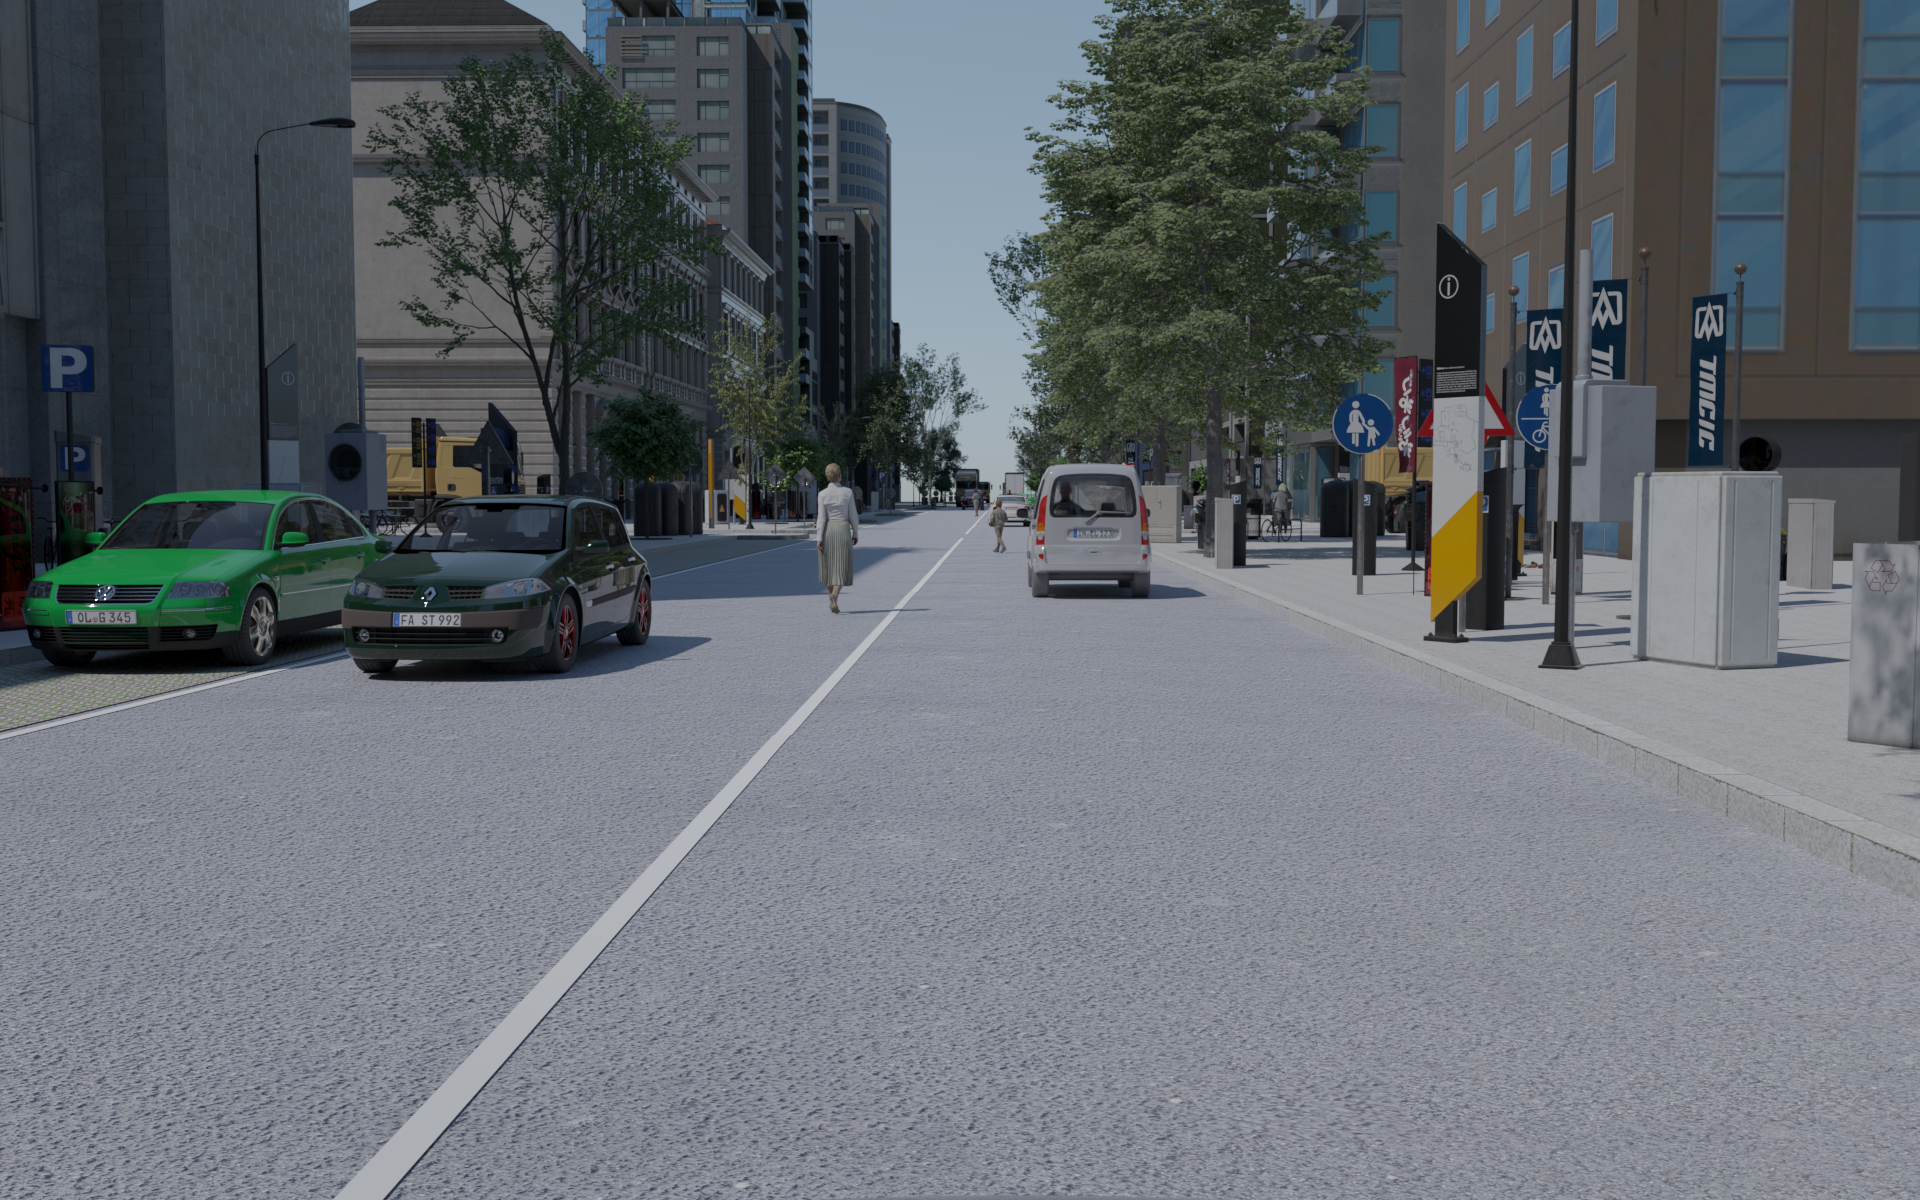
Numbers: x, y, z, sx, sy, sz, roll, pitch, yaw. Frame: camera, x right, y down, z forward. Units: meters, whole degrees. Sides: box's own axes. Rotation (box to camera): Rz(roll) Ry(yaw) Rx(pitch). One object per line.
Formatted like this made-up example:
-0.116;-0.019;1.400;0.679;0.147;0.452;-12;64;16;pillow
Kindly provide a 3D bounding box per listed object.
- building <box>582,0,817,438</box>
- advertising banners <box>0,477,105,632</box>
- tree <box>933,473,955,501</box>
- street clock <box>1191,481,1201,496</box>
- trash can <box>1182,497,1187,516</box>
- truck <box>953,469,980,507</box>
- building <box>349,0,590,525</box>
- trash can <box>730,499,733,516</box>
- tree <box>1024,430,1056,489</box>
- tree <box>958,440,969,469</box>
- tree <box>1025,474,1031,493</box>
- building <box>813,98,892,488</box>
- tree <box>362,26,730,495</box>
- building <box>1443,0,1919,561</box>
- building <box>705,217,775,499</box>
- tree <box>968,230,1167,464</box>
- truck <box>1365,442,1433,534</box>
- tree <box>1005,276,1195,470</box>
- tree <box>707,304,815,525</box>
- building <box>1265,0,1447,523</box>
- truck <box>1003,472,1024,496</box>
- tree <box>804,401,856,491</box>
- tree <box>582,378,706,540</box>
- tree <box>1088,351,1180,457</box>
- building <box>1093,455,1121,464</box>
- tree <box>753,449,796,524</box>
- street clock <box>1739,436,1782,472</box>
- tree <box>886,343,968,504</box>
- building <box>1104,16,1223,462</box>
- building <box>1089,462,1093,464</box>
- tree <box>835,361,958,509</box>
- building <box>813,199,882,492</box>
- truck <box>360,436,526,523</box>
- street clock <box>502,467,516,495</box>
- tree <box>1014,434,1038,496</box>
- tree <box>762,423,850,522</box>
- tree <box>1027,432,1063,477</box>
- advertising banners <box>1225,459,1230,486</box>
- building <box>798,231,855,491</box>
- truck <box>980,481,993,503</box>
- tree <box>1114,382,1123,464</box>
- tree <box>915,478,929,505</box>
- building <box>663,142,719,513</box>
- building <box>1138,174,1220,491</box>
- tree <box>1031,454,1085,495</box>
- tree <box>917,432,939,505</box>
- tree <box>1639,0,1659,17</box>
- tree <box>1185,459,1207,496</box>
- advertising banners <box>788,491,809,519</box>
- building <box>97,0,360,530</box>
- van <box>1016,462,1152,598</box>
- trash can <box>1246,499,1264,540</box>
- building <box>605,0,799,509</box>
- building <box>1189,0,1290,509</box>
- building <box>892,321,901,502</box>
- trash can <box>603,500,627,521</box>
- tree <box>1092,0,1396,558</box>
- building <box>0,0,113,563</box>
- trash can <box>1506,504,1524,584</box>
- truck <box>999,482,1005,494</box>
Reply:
-24.771;-52.293;167.659;22.319;86.520;31.000;0;4;1;building
-8.872;-1.225;16.212;0.090;3.025;2.074;1;4;19;advertising banners
-2.357;-18.721;289.806;4.285;4.588;4.351;0;3;0;tree
12.758;-5.449;93.659;0.471;2.002;0.358;-1;4;-12;street clock
12.884;-5.442;100.623;0.748;1.137;0.748;0;3;0;trash can
0.836;-12.467;192.753;2.839;4.237;11.283;0;4;2;truck
-21.491;-15.420;81.002;11.050;23.489;19.941;0;4;1;building
-13.334;-5.454;100.833;0.748;1.137;0.748;0;3;0;trash can
9.200;-14.479;187.099;4.737;8.622;4.395;0;3;0;tree
-3.036;-22.296;281.554;9.611;12.733;9.660;0;3;0;tree
9.417;-11.074;164.770;4.285;4.588;4.351;0;3;0;tree
-21.567;-43.817;258.413;21.231;58.520;28.212;0;4;1;building
-9.398;-6.998;40.169;9.928;11.665;9.643;0;3;0;tree
19.685;-23.746;38.365;14.600;45.320;14.200;0;4;1;building
-20.126;-17.447;121.420;11.583;22.565;21.152;0;4;1;building
8.203;-15.557;110.251;12.611;20.169;13.585;0;3;0;tree
18.758;-3.831;58.566;9.791;3.379;3.469;0;4;1;truck
7.273;-10.415;87.300;9.611;12.733;9.660;0;3;0;tree
-8.186;-7.219;68.393;4.737;8.622;4.395;0;3;0;tree
29.671;-28.169;80.170;30.456;49.044;23.786;0;4;1;building
7.132;-14.637;228.226;2.839;4.237;11.283;0;4;1;truck
-10.334;-11.390;136.595;4.360;8.622;3.978;0;3;0;tree
-8.914;-3.992;48.980;4.285;4.588;4.351;0;3;0;tree
7.484;-7.576;74.222;4.360;8.622;3.978;0;3;0;tree
25.741;-34.282;244.104;14.154;41.232;14.086;0;4;1;building
-7.747;-4.853;73.950;1.663;3.219;1.824;0;3;0;tree
10.011;-1.051;21.753;0.358;2.002;0.471;-3;5;-40;street clock
-3.657;-21.940;214.605;12.611;20.169;13.585;0;3;0;tree
30.902;-36.777;190.535;28.713;52.752;27.495;0;4;1;building
26.314;-29.806;259.034;14.160;30.474;14.107;0;4;1;building
-6.615;-14.215;149.421;9.611;12.733;9.660;0;3;0;tree
-18.101;-33.835;236.793;14.154;41.232;14.086;0;4;1;building
-19.003;-3.857;58.979;9.791;3.379;3.469;0;4;2;truck
-12.138;-2.574;46.650;0.358;2.002;0.471;0;4;-5;street clock
11.998;-21.103;270.782;9.928;11.665;9.643;0;3;0;tree
-7.561;-5.875;79.771;4.285;4.588;4.351;0;3;0;tree
8.039;-12.834;160.201;4.360;8.622;3.978;0;3;0;tree
13.669;-5.505;86.201;0.090;3.025;2.074;3;4;36;advertising banners
-19.196;-25.691;191.751;14.160;30.474;14.107;0;4;1;building
3.353;-16.607;267.449;3.469;3.379;9.791;0;4;2;truck
9.565;-8.879;95.530;4.737;8.622;4.395;0;3;0;tree
-4.447;-13.002;207.180;1.663;3.219;1.824;0;3;0;tree
-21.115;-16.638;100.903;11.050;23.489;19.941;0;4;1;building
23.316;-23.529;156.402;14.160;30.474;14.107;0;4;1;building
7.961;-8.816;127.858;4.285;4.588;4.351;0;3;0;tree
-4.520;-14.999;195.598;4.737;8.622;4.395;0;3;0;tree
5.007;-4.345;5.457;8.767;10.594;7.601;-2;4;-31;tree
13.288;-6.220;96.299;1.663;3.219;1.824;0;3;0;tree
-8.532;-5.634;88.310;0.090;3.025;2.074;3;5;44;advertising banners
-24.830;-11.421;41.487;16.860;20.320;10.420;0;4;1;building
1.837;-1.123;25.366;2.013;2.044;4.112;0;4;1;van
8.222;-2.288;49.060;0.748;1.137;0.748;0;3;0;trash can
-21.339;-28.284;146.043;14.154;41.232;14.086;0;4;1;building
27.515;-41.700;120.049;20.563;71.187;20.611;0;4;1;building
-16.986;-31.127;280.620;14.160;30.474;14.107;0;4;1;building
-8.394;-1.839;41.728;0.748;1.137;0.748;0;3;0;trash can
4.754;-7.148;35.002;7.486;12.596;7.792;0;3;0;tree
-22.959;-12.579;23.694;12.078;24.808;19.932;0;4;1;building
7.628;-0.795;24.647;0.748;1.137;0.748;0;3;0;trash can
8.227;-17.498;282.014;3.469;3.379;9.791;0;3;0;truck
